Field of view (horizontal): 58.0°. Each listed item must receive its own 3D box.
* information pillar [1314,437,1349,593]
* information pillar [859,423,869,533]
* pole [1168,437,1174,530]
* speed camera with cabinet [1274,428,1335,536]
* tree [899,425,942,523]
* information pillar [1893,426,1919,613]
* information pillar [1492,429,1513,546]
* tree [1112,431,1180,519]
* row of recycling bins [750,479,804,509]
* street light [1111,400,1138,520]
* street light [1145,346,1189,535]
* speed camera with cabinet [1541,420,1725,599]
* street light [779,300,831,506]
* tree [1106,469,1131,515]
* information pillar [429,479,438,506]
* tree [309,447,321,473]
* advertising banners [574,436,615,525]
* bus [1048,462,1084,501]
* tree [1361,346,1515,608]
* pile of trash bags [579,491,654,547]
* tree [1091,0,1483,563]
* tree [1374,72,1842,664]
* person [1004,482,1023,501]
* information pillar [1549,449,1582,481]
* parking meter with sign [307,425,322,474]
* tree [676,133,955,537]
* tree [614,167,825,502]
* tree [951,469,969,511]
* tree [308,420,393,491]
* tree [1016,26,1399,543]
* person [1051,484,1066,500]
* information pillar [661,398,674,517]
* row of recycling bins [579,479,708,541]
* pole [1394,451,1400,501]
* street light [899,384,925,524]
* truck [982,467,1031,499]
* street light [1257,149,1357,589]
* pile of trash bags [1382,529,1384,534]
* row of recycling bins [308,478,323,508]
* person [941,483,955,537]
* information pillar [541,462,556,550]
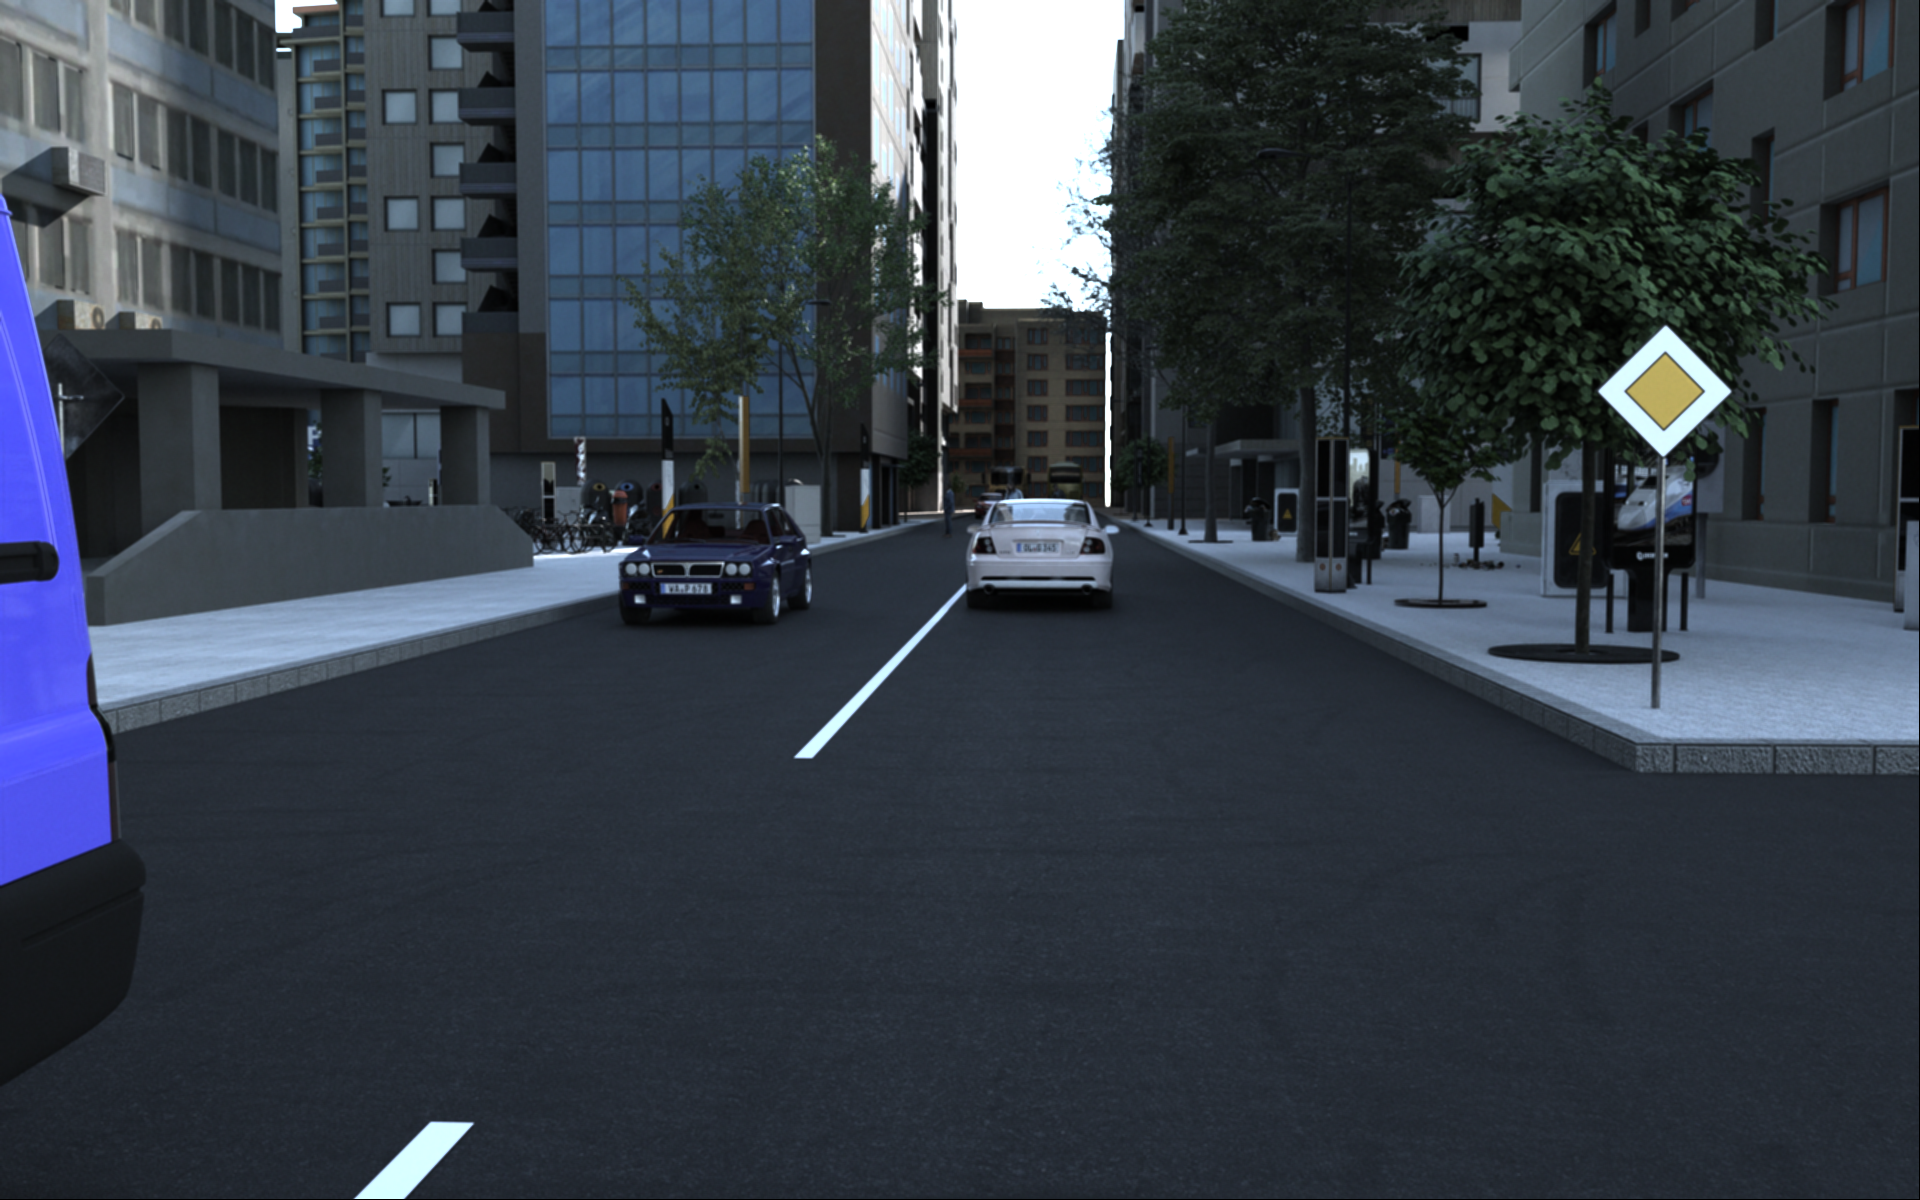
[{"bbox_3d":[4.828,-1.102,22.512,0.304,2.012,0.304,-2,4,-32],"label":"information pillar"},{"bbox_3d":[-3.133,-4.013,56.969,0.183,3.616,0.504,1,4,22],"label":"information pillar"},{"bbox_3d":[7.567,-4.174,62.085,0.158,3.312,0.155,0,3,0],"label":"pole"},{"bbox_3d":[10.531,-3.544,52.284,2.038,3.252,0.660,3,4,37],"label":"speed camera with cabinet"},{"bbox_3d":[-3.189,-6.180,84.761,4.285,4.588,4.351,0,3,0],"label":"tree"},{"bbox_3d":[10.320,-0.870,18.722,0.304,2.012,0.304,3,5,39],"label":"information pillar"},{"bbox_3d":[13.412,-3.142,42.719,0.504,3.616,0.183,2,4,31],"label":"information pillar"},{"bbox_3d":[9.391,-6.396,88.289,4.285,4.588,4.351,0,3,0],"label":"tree"},{"bbox_3d":[-5.261,-2.583,49.342,1.069,1.692,3.534,-2,4,-24],"label":"row of recycling bins"},{"bbox_3d":[8.108,-6.897,85.314,1.470,5.913,1.316,0,4,3],"label":"street light"},{"bbox_3d":[6.485,-5.005,54.373,1.470,5.913,1.316,0,4,3],"label":"street light"},{"bbox_3d":[8.248,-1.647,21.266,2.038,3.252,0.660,1,4,17],"label":"speed camera with cabinet"},{"bbox_3d":[-3.773,-4.224,41.606,1.470,5.913,1.316,0,4,3],"label":"street light"},{"bbox_3d":[9.824,-6.869,106.907,1.663,3.219,1.824,0,3,0],"label":"tree"},{"bbox_3d":[-25.782,-4.914,84.844,0.304,2.012,0.304,3,5,40],"label":"information pillar"},{"bbox_3d":[-31.115,-6.253,85.952,4.285,4.588,4.351,0,3,0],"label":"tree"},{"bbox_3d":[-10.898,-3.419,52.082,2.074,3.025,0.090,3,4,37],"label":"advertising banners"},{"bbox_3d":[8.028,-8.574,131.732,2.896,3.916,12.252,0,4,4],"label":"bus"},{"bbox_3d":[5.646,-1.539,19.764,1.663,3.219,1.824,0,3,0],"label":"tree"},{"bbox_3d":[-8.643,-2.082,43.785,1.912,1.369,3.447,-1,4,-10],"label":"pile of trash bags"},{"bbox_3d":[6.162,-6.977,32.207,7.486,12.596,7.792,0,3,0],"label":"tree"},{"bbox_3d":[4.949,-1.825,13.555,4.285,4.588,4.351,0,3,0],"label":"tree"},{"bbox_3d":[1.633,-2.571,50.803,0.793,1.790,0.793,0,4,-5],"label":"person"},{"bbox_3d":[9.302,-2.158,26.642,0.504,3.616,0.183,0,4,7],"label":"information pillar"},{"bbox_3d":[-16.259,-2.959,44.647,0.543,3.016,1.738,0,4,1],"label":"parking meter with sign"},{"bbox_3d":[-4.148,-7.689,51.476,9.928,11.665,9.643,0,3,0],"label":"tree"},{"bbox_3d":[-5.173,-5.393,38.535,4.737,8.622,4.395,0,3,0],"label":"tree"},{"bbox_3d":[-0.349,-8.324,130.706,1.663,3.219,1.824,0,3,0],"label":"tree"},{"bbox_3d":[-14.025,-2.733,39.293,1.663,3.219,1.824,0,3,0],"label":"tree"},{"bbox_3d":[6.583,-8.265,45.505,12.009,13.543,11.850,0,3,0],"label":"tree"},{"bbox_3d":[3.999,-3.777,70.067,0.655,1.846,0.447,1,4,16],"label":"person"},{"bbox_3d":[-7.184,-3.131,42.546,0.183,3.616,0.504,1,4,16],"label":"information pillar"},{"bbox_3d":[-8.729,-2.488,47.784,3.534,1.692,1.069,0,4,-3],"label":"row of recycling bins"},{"bbox_3d":[14.482,-3.885,57.368,0.158,3.312,0.155,0,3,0],"label":"pole"},{"bbox_3d":[-2.151,-6.142,72.955,1.470,5.913,1.316,0,4,3],"label":"street light"},{"bbox_3d":[3.522,-7.909,125.232,3.469,3.379,9.791,0,4,4],"label":"truck"},{"bbox_3d":[4.692,-3.113,23.441,1.470,5.913,1.316,0,4,3],"label":"street light"},{"bbox_3d":[11.956,-2.839,56.176,3.447,1.369,1.912,0,4,5],"label":"pile of trash bags"},{"bbox_3d":[-16.349,-2.173,42.643,3.534,1.692,1.069,1,4,14],"label":"row of recycling bins"},{"bbox_3d":[-0.378,-2.997,57.683,0.419,1.800,0.721,-1,4,-9],"label":"person"},{"bbox_3d":[-9.441,-2.156,39.738,0.304,2.012,0.304,-1,4,-17],"label":"information pillar"}]
